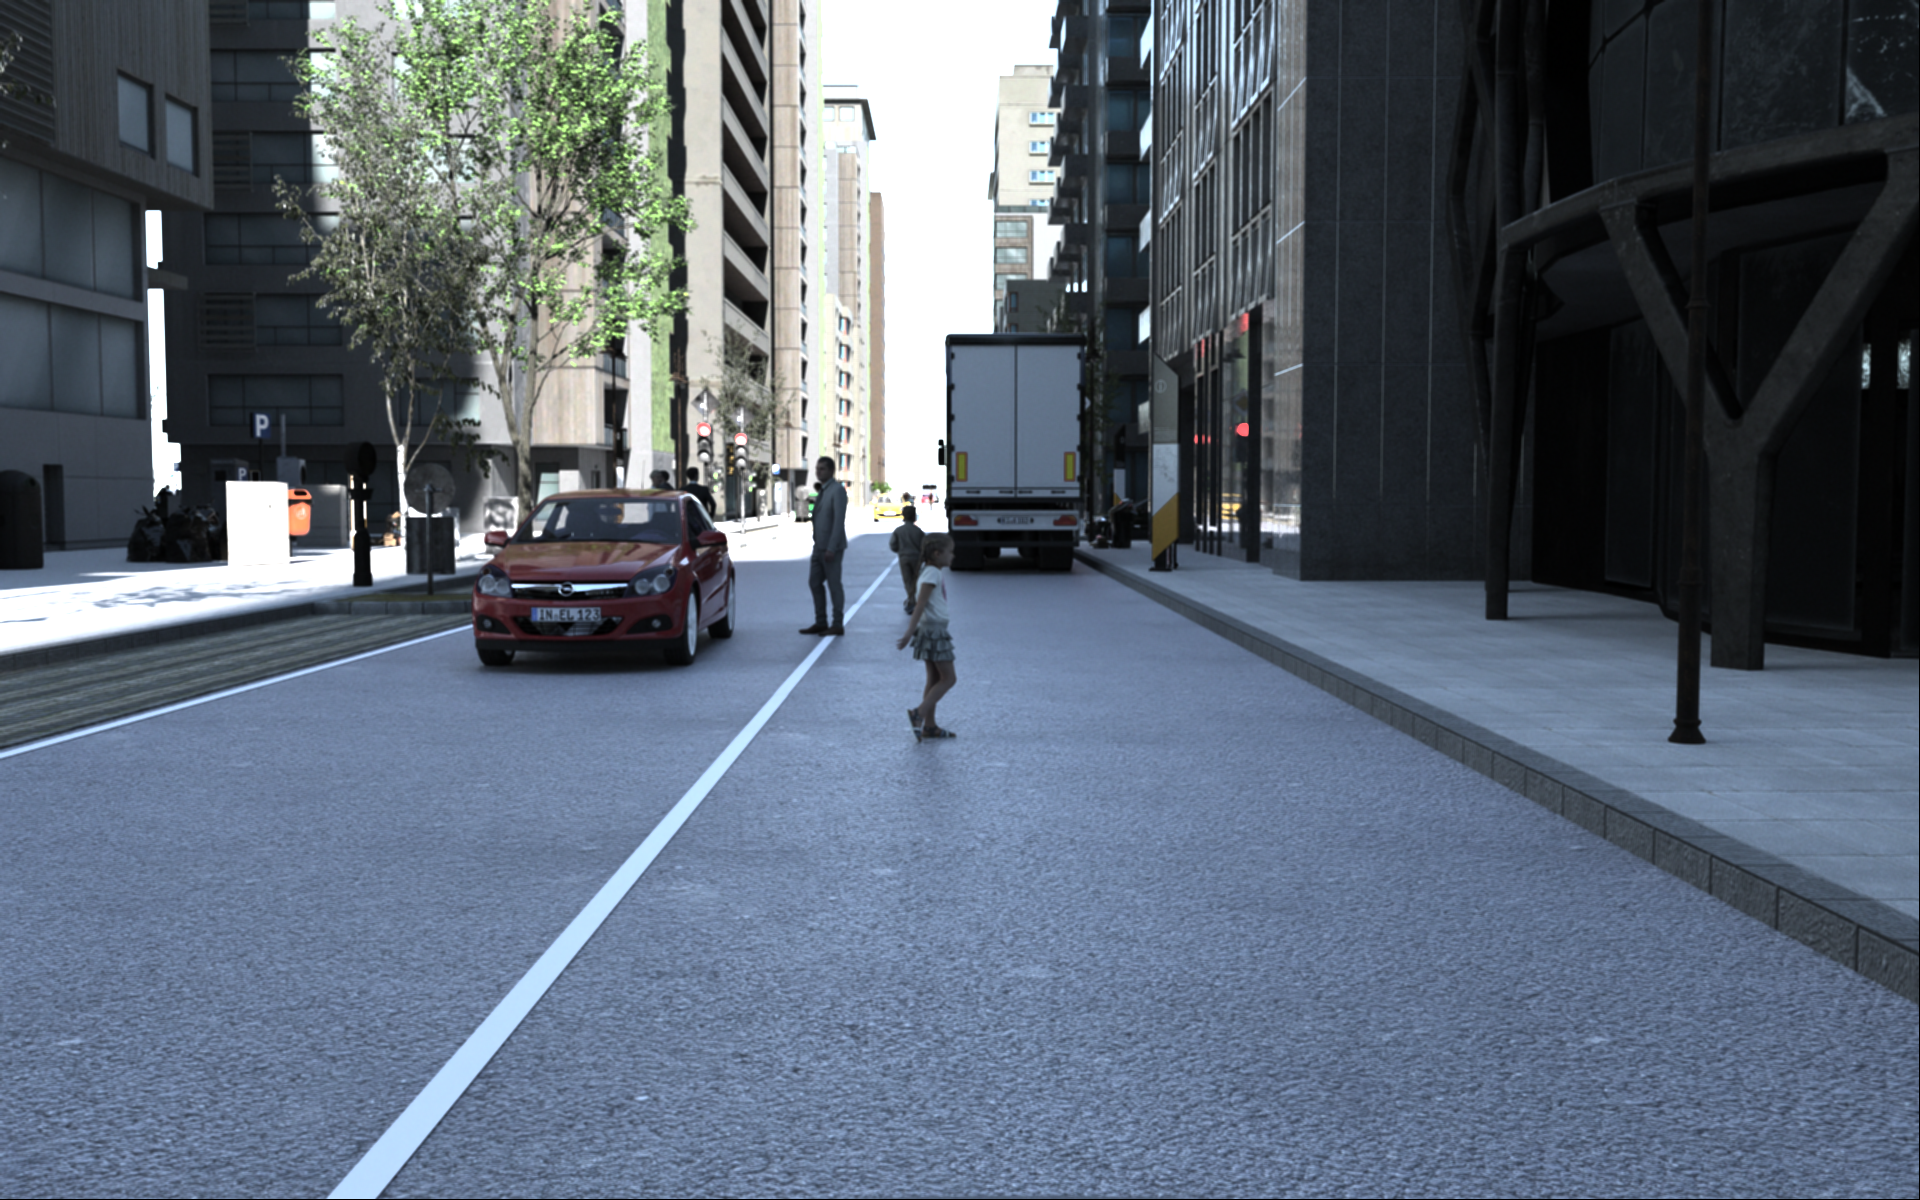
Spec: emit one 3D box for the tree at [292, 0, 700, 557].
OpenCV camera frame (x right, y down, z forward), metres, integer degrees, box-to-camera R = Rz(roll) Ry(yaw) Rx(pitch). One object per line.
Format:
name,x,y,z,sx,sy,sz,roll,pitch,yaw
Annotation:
tree,-9.000,-6.680,34.977,9.928,11.665,9.643,0,3,0

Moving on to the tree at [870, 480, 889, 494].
tree,-10.100,-13.326,212.476,1.663,3.219,1.824,0,3,0

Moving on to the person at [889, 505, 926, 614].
person,-0.619,-0.488,20.747,0.475,1.303,0.640,-1,4,-21

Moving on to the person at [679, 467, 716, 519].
person,-4.601,-1.378,30.389,0.648,1.900,0.474,-1,4,-14

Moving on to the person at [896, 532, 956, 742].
person,-0.217,0.205,10.163,0.382,1.210,0.505,-1,4,-11

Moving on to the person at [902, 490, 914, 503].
person,-4.338,-8.009,140.271,1.217,1.723,0.721,0,4,-6

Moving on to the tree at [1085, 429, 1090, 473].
tree,3.840,-5.296,70.298,4.285,4.588,4.351,0,3,0

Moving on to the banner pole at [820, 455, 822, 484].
banner pole,-8.746,-7.361,110.369,0.401,3.779,0.863,1,4,18

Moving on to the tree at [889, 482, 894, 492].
tree,-9.987,-14.198,226.732,1.663,3.219,1.824,0,3,0

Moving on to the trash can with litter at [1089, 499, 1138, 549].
trash can with litter,3.620,-1.801,40.836,1.055,1.170,0.624,-1,4,-22

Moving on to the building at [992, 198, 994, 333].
building,15.822,-38.211,244.352,23.786,49.044,30.456,0,4,0

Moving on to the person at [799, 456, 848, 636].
person,-1.334,-0.548,17.565,0.391,1.810,0.635,-2,4,-32

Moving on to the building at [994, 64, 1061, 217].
building,14.638,-34.798,192.650,21.300,48.544,21.600,0,4,0

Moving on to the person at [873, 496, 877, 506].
person,-5.073,-5.610,104.504,0.425,1.301,0.394,-2,4,-33

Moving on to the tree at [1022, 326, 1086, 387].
tree,3.653,-7.633,75.155,4.360,8.622,3.978,0,3,0

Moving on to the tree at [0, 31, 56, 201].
tree,-9.280,-3.833,13.027,4.360,8.622,3.978,0,3,0

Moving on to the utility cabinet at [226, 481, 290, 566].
utility cabinet,-12.496,-1.358,30.878,0.318,1.500,1.173,1,4,21

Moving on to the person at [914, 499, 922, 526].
person,-1.719,-3.505,70.491,0.332,1.250,0.352,1,4,12

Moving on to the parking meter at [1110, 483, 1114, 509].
parking meter,7.087,-4.504,79.357,0.399,1.863,0.255,-1,4,-18

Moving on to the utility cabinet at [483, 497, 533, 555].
utility cabinet,-9.663,-1.586,37.095,1.020,1.237,0.306,-3,5,-44

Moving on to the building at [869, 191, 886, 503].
building,-17.847,-36.637,249.129,14.600,45.320,14.200,0,4,0

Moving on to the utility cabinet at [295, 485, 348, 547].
utility cabinet,-15.393,-2.024,41.766,1.173,1.500,0.318,1,4,10

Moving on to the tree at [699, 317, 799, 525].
tree,-8.940,-7.433,71.899,4.360,8.622,3.978,0,3,0

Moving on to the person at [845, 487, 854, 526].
person,-5.031,-4.214,77.952,0.362,1.759,0.519,-3,5,-44

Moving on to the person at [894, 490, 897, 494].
person,-3.966,-5.933,106.506,0.522,1.701,0.512,-1,4,-19

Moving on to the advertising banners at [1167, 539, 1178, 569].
advertising banners,3.680,-2.089,30.346,0.090,3.025,2.074,0,4,1

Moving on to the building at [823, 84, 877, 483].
building,-25.666,-39.037,227.492,28.713,52.752,27.495,0,4,0

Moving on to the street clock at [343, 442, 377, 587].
street clock,-8.301,-1.189,24.016,0.358,2.002,0.471,1,4,13

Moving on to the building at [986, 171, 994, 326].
building,18.781,-41.879,273.961,28.713,52.752,27.495,0,4,0

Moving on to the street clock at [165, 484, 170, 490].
street clock,-58.055,-7.486,126.965,0.358,2.002,0.471,0,4,6

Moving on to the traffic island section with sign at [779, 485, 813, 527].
traffic island section with sign,-6.894,-4.131,76.170,1.989,1.847,2.006,0,4,0

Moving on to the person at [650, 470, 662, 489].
person,-5.180,-1.281,29.320,0.818,1.842,0.514,-1,4,-20

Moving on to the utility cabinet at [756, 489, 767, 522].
utility cabinet,-9.006,-4.286,78.752,0.318,1.500,1.173,-1,4,-16

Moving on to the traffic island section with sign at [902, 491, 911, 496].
traffic island section with sign,-7.691,-15.573,263.250,1.989,1.847,2.006,0,4,0

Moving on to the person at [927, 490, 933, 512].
person,-2.463,-8.145,142.189,0.721,1.766,1.217,1,4,17

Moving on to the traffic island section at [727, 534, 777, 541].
traffic island section,-6.793,-1.943,54.048,2.009,0.180,2.903,0,4,0

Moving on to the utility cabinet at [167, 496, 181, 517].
utility cabinet,-33.519,-3.876,74.535,1.020,1.237,0.306,-1,4,-10

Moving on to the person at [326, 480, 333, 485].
person,-18.723,-2.648,51.659,0.638,1.841,0.748,-3,4,-37

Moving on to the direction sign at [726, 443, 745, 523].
direction sign,-9.877,-5.167,76.484,0.876,3.537,0.379,-1,4,-21

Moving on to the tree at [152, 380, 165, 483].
tree,-33.230,-7.167,67.542,4.737,8.622,4.395,0,3,0

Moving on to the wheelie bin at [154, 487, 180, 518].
wheelie bin,-34.902,-4.166,76.030,0.693,1.594,0.980,0,4,-7

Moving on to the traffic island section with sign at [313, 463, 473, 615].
traffic island section with sign,-6.658,-0.779,21.363,1.989,1.847,2.006,0,4,0

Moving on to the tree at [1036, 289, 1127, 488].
tree,4.138,-6.800,61.545,4.737,8.622,4.395,0,3,0

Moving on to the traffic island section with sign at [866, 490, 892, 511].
traffic island section with sign,-7.213,-8.749,151.673,1.989,1.847,2.006,0,4,0

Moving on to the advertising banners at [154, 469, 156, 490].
advertising banners,-55.132,-7.459,118.147,0.090,3.025,2.074,-3,4,-39

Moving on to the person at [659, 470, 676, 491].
person,-5.299,-1.359,30.518,0.447,1.846,0.655,1,4,20

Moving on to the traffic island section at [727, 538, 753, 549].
traffic island section,-6.759,-1.455,46.063,2.009,0.180,2.903,0,4,0

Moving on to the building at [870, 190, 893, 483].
building,-22.794,-39.858,271.281,23.786,49.044,30.456,0,4,0

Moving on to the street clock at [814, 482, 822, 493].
street clock,-8.674,-6.186,105.705,0.471,2.002,0.358,-2,4,-30

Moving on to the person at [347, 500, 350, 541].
person,-17.476,-2.326,49.127,0.523,1.515,0.503,-2,4,-24

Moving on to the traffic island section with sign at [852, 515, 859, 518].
traffic island section with sign,-7.008,-5.780,103.125,1.989,1.847,2.006,0,4,0

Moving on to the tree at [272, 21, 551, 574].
tree,-8.803,-4.715,27.456,4.360,8.622,3.978,0,3,0
